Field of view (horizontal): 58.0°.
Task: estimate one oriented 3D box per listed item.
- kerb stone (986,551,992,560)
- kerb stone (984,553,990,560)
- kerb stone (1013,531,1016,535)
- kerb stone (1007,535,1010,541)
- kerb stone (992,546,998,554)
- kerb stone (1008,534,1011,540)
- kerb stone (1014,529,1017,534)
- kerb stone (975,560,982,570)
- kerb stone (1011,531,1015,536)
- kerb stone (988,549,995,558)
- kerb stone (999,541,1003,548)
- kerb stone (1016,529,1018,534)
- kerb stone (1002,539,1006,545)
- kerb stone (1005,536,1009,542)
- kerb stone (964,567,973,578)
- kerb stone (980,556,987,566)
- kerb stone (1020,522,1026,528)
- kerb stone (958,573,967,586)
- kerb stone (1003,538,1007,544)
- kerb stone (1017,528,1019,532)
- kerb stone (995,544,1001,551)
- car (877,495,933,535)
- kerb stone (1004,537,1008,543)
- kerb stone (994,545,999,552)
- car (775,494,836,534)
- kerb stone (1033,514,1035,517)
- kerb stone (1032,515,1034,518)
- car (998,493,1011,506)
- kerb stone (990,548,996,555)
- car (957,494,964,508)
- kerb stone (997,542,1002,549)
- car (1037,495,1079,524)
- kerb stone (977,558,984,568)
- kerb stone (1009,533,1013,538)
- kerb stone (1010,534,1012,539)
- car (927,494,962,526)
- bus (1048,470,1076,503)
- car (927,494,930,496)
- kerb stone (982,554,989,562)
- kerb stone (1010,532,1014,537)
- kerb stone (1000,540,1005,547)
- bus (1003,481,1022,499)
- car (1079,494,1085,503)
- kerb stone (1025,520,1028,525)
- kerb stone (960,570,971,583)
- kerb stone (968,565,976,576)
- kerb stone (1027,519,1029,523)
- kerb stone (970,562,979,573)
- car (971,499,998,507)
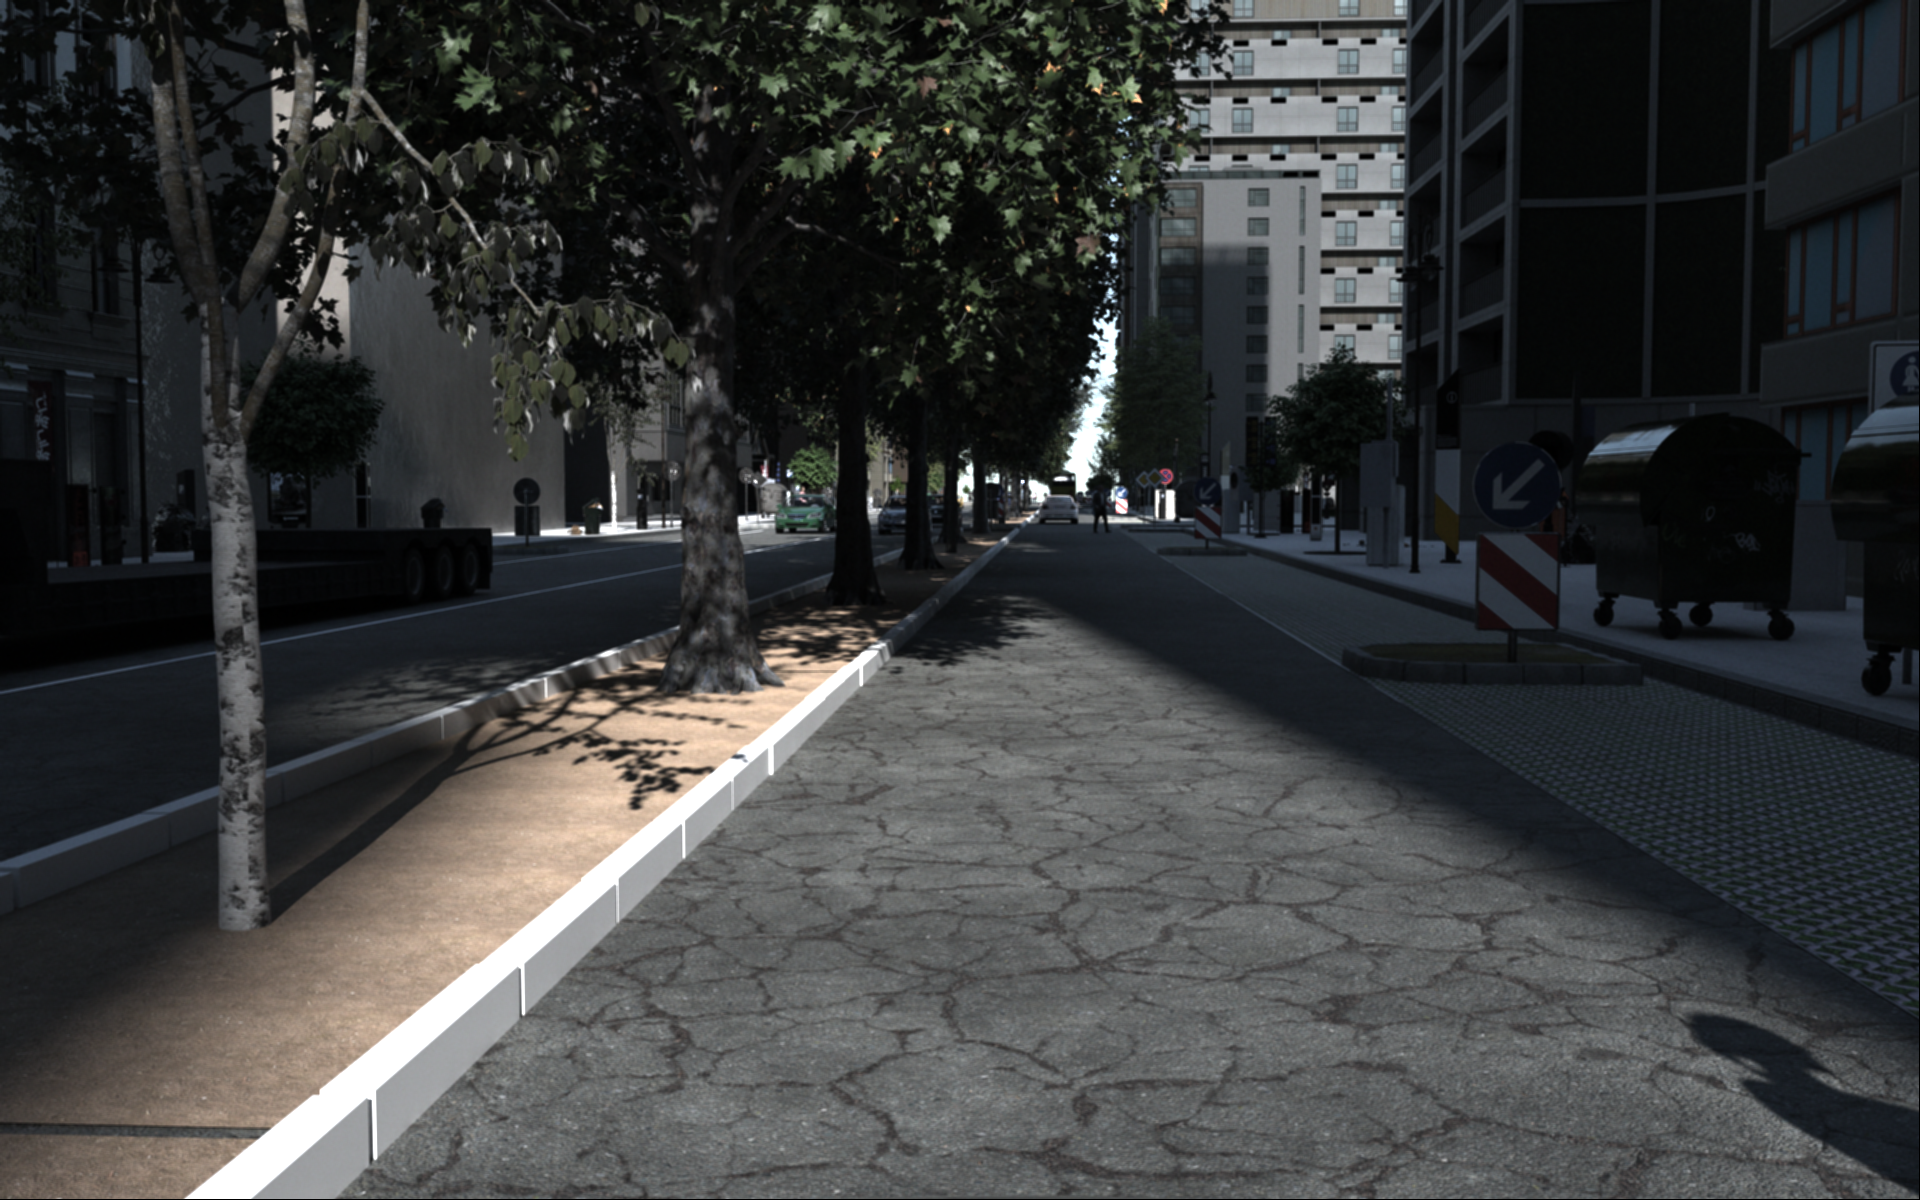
[{"bbox_3d":[0.554,-0.905,37.022,0.120,0.150,1.000,0,4,3],"label":"kerb stone"},{"bbox_3d":[0.500,-0.843,35.992,0.120,0.150,1.000,0,4,3],"label":"kerb stone"},{"bbox_3d":[1.662,-2.096,56.494,0.120,0.150,1.000,0,4,3],"label":"kerb stone"},{"bbox_3d":[1.311,-1.722,50.354,0.120,0.150,1.000,0,4,3],"label":"kerb stone"},{"bbox_3d":[0.739,-1.091,40.084,0.120,0.150,1.000,0,4,3],"label":"kerb stone"},{"bbox_3d":[1.376,-1.785,51.377,0.120,0.150,1.000,0,4,3],"label":"kerb stone"},{"bbox_3d":[1.778,-2.223,58.535,0.120,0.150,1.000,0,4,3],"label":"kerb stone"},{"bbox_3d":[0.269,-0.594,31.905,0.120,0.150,1.000,0,4,3],"label":"kerb stone"},{"bbox_3d":[1.607,-2.029,55.473,0.120,0.150,1.000,0,4,3],"label":"kerb stone"},{"bbox_3d":[0.625,-0.965,38.042,0.120,0.150,1.000,0,4,3],"label":"kerb stone"},{"bbox_3d":[0.968,-1.346,44.203,0.120,0.150,1.000,0,4,3],"label":"kerb stone"},{"bbox_3d":[1.830,-2.285,59.560,0.120,0.150,1.000,0,4,3],"label":"kerb stone"},{"bbox_3d":[1.089,-1.471,46.250,0.120,0.150,1.000,0,4,3],"label":"kerb stone"},{"bbox_3d":[1.258,-1.660,49.330,0.120,0.150,1.000,0,4,3],"label":"kerb stone"},{"bbox_3d":[0.094,-0.404,28.828,0.120,0.150,1.000,0,4,3],"label":"kerb stone"},{"bbox_3d":[0.390,-0.719,33.950,0.120,0.150,1.000,0,4,3],"label":"kerb stone"},{"bbox_3d":[2.616,-3.132,73.411,0.120,0.150,1.000,0,4,3],"label":"kerb stone"},{"bbox_3d":[-0.017,-0.278,26.766,0.120,0.150,1.000,0,4,3],"label":"kerb stone"},{"bbox_3d":[1.144,-1.530,47.271,0.120,0.150,1.000,0,4,3],"label":"kerb stone"},{"bbox_3d":[1.952,-2.411,61.612,0.120,0.150,1.000,0,4,3],"label":"kerb stone"},{"bbox_3d":[0.855,-1.220,42.144,0.120,0.150,1.000,0,4,3],"label":"kerb stone"},{"bbox_3d":[-1.963,-3.104,62.746,2.014,1.417,4.499,0,4,2],"label":"car"},{"bbox_3d":[1.198,-1.595,48.303,0.120,0.150,1.000,0,4,3],"label":"kerb stone"},{"bbox_3d":[0.792,-1.157,41.116,0.120,0.150,1.000,0,4,3],"label":"kerb stone"},{"bbox_3d":[-5.684,-3.218,64.404,2.131,1.459,4.920,0,4,4],"label":"car"},{"bbox_3d":[4.062,-4.696,98.976,0.120,0.150,1.000,0,4,3],"label":"kerb stone"},{"bbox_3d":[3.889,-4.508,95.907,0.120,0.150,1.000,0,4,3],"label":"kerb stone"},{"bbox_3d":[4.738,-10.459,180.593,1.945,1.707,3.694,0,4,5],"label":"car"},{"bbox_3d":[0.680,-1.032,39.064,0.120,0.150,1.000,0,4,3],"label":"kerb stone"},{"bbox_3d":[-0.530,-9.857,171.393,2.015,1.641,3.980,0,4,3],"label":"car"},{"bbox_3d":[0.912,-1.283,43.168,0.120,0.150,1.000,0,4,3],"label":"kerb stone"},{"bbox_3d":[4.792,-4.411,84.487,2.083,1.381,4.827,0,4,2],"label":"car"},{"bbox_3d":[0.331,-0.653,32.930,0.120,0.150,1.000,0,4,3],"label":"kerb stone"},{"bbox_3d":[1.493,-1.910,53.425,0.120,0.150,1.000,0,4,3],"label":"kerb stone"},{"bbox_3d":[1.431,-1.848,52.405,0.120,0.150,1.000,0,4,3],"label":"kerb stone"},{"bbox_3d":[-0.875,-4.056,76.097,2.009,1.686,4.222,0,4,5],"label":"car"},{"bbox_3d":[10.369,-11.323,176.677,2.896,3.916,12.252,0,4,2],"label":"bus"},{"bbox_3d":[-3.367,-9.600,165.748,1.959,1.807,4.718,0,4,4],"label":"car"},{"bbox_3d":[0.449,-0.775,34.971,0.120,0.150,1.000,0,4,3],"label":"kerb stone"},{"bbox_3d":[1.547,-1.973,54.446,0.120,0.150,1.000,0,4,3],"label":"kerb stone"},{"bbox_3d":[1.029,-1.408,45.223,0.120,0.150,1.000,0,4,3],"label":"kerb stone"},{"bbox_3d":[6.201,-13.363,213.336,2.948,3.499,13.247,0,4,3],"label":"bus"},{"bbox_3d":[19.052,-16.164,274.503,2.015,1.641,3.980,0,4,2],"label":"car"},{"bbox_3d":[2.901,-3.445,78.529,0.120,0.150,1.000,0,4,3],"label":"kerb stone"},{"bbox_3d":[0.050,-0.338,27.792,0.120,0.150,1.000,0,4,3],"label":"kerb stone"},{"bbox_3d":[0.157,-0.468,29.848,0.120,0.150,1.000,0,4,3],"label":"kerb stone"},{"bbox_3d":[3.015,-3.570,80.570,0.120,0.150,1.000,0,4,3],"label":"kerb stone"},{"bbox_3d":[0.208,-0.531,30.880,0.120,0.150,1.000,0,4,3],"label":"kerb stone"},{"bbox_3d":[1.906,-7.444,131.498,2.009,1.686,4.222,0,4,4],"label":"car"}]
